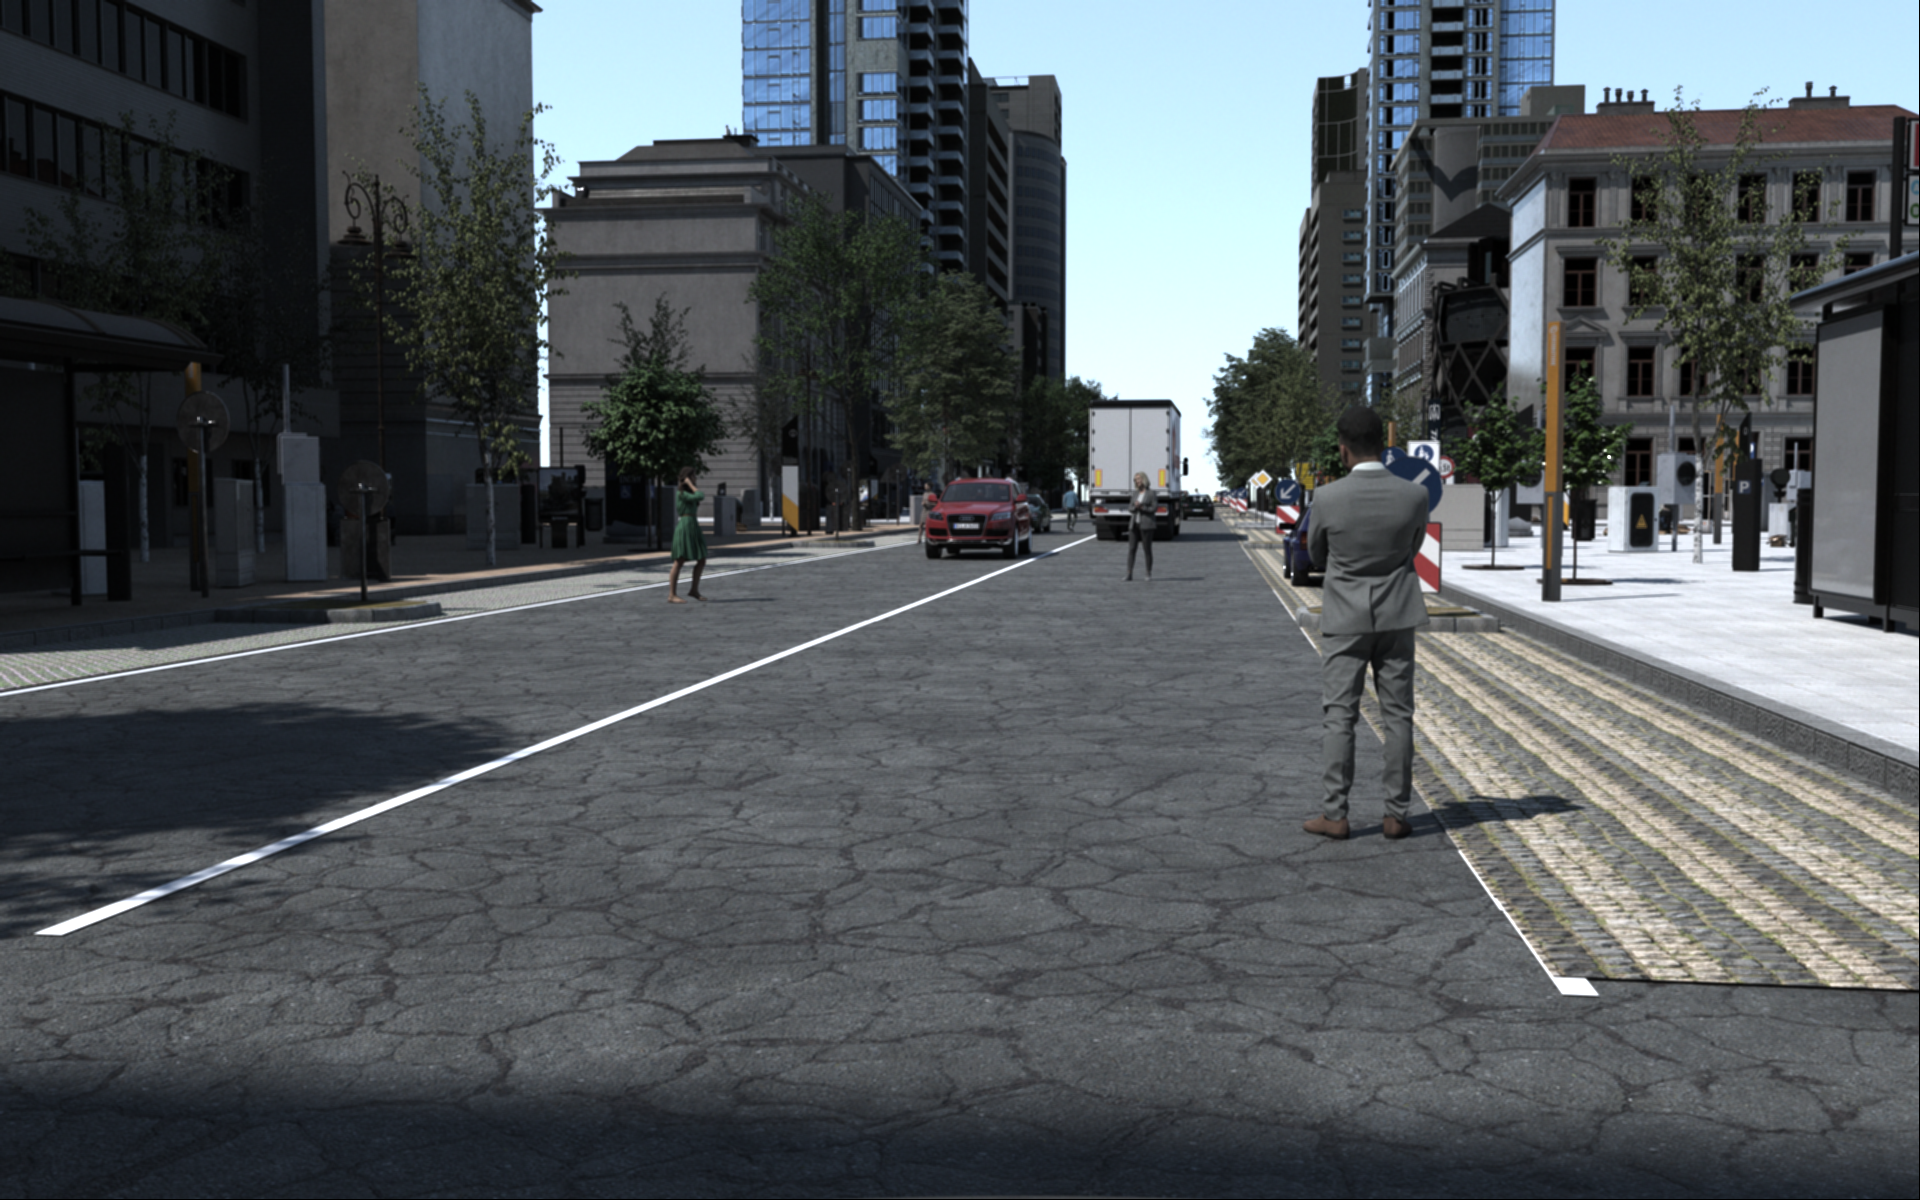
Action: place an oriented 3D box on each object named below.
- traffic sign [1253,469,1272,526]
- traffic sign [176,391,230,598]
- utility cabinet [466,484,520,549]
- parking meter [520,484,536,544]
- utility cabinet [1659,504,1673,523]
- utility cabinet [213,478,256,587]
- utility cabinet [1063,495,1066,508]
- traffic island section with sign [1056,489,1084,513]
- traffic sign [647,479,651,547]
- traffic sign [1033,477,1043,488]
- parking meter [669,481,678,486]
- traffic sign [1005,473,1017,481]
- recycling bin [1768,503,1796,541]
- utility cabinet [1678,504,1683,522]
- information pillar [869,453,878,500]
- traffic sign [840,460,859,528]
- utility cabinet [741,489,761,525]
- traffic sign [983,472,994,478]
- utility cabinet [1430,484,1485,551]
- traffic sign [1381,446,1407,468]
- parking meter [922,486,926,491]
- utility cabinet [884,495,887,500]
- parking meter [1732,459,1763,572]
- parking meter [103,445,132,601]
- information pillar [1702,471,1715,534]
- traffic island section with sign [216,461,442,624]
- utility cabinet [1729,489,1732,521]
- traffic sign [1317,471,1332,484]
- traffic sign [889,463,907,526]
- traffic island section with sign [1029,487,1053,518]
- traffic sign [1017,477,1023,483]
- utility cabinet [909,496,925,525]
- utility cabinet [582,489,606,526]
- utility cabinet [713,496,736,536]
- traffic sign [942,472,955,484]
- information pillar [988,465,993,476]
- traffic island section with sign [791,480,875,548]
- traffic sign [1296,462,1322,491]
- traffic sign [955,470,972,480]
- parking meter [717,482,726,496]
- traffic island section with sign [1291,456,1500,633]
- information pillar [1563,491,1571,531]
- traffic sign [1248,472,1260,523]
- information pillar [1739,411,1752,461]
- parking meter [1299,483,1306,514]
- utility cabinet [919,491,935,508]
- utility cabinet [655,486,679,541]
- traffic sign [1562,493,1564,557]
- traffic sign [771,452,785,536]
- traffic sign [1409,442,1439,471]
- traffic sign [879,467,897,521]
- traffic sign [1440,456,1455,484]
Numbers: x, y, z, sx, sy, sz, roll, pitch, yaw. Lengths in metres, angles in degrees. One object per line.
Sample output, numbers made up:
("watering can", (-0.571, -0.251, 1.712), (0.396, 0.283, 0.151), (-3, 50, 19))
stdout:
("traffic sign", (12.197, -4.048, 69.832), (0.795, 2.450, 0.064), (0, 4, 8))
("traffic sign", (-9.368, -1.303, 21.416), (0.768, 2.556, 0.104), (1, 4, 16))
("utility cabinet", (-10.739, -1.904, 39.810), (1.173, 1.500, 0.318), (-1, 4, -17))
("parking meter", (-11.180, -2.228, 44.831), (0.372, 1.533, 0.369), (0, 3, 0))
("utility cabinet", (30.666, -4.058, 75.035), (0.318, 1.500, 1.173), (3, 5, 44))
("utility cabinet", (-10.062, -0.941, 24.072), (0.318, 1.500, 1.173), (-1, 4, -12))
("utility cabinet", (8.903, -8.755, 154.305), (1.020, 1.237, 0.306), (0, 4, -3))
("traffic island section with sign", (8.227, -7.355, 128.889), (1.989, 1.847, 2.006), (0, 4, 8))
("traffic sign", (-7.470, -2.538, 41.602), (0.768, 2.556, 0.104), (1, 4, 17))
("traffic sign", (5.840, -7.976, 130.515), (0.768, 2.556, 0.104), (1, 4, 13))
("parking meter", (-8.150, -2.652, 49.075), (0.255, 1.863, 0.399), (1, 4, 12))
("traffic sign", (3.075, -6.455, 105.640), (0.768, 2.556, 0.104), (1, 4, 14))
("recycling bin", (22.883, -2.160, 47.869), (0.722, 1.027, 0.722), (-1, 4, -13))
("utility cabinet", (33.288, -4.272, 81.010), (1.020, 1.237, 0.306), (-1, 4, -10))
("information pillar", (-4.997, -6.634, 99.819), (0.504, 3.616, 0.183), (0, 4, 5))
("traffic sign", (-4.177, -3.986, 65.278), (0.768, 2.556, 0.104), (1, 4, 13))
("utility cabinet", (-8.503, -3.772, 70.359), (0.318, 1.500, 1.173), (-2, 4, -34))
("traffic sign", (1.291, -4.637, 79.450), (0.795, 2.450, 0.064), (0, 4, 8))
("utility cabinet", (11.162, -1.848, 38.891), (1.173, 1.500, 0.318), (1, 4, 18))
("traffic sign", (11.610, -2.835, 46.455), (0.768, 2.556, 0.104), (1, 4, 14))
("parking meter", (-2.702, -7.627, 130.411), (0.255, 1.863, 0.399), (-1, 4, -18))
("utility cabinet", (-4.945, -6.409, 115.947), (0.306, 1.237, 1.020), (0, 4, -1))
("parking meter", (13.064, -1.410, 28.770), (0.255, 1.863, 0.399), (-3, 4, -38))
("parking meter", (-10.160, -0.928, 20.886), (0.255, 1.863, 0.399), (-2, 4, -24))
("information pillar", (24.072, -3.139, 55.808), (0.304, 2.012, 0.304), (-3, 5, -43))
("traffic island section with sign", (-7.135, -0.694, 19.981), (1.989, 1.847, 2.006), (0, 4, 8))
("utility cabinet", (36.521, -4.444, 81.339), (0.318, 1.500, 1.173), (3, 5, 43))
("traffic sign", (18.633, -5.413, 88.608), (0.768, 2.556, 0.104), (1, 4, 13))
("traffic sign", (-2.519, -4.294, 70.315), (0.768, 2.556, 0.104), (1, 4, 11))
("traffic island section with sign", (4.425, -5.703, 101.873), (1.989, 1.847, 2.006), (0, 4, 8))
("traffic sign", (4.337, -7.895, 129.186), (0.768, 2.556, 0.104), (1, 4, 12))
("utility cabinet", (-1.664, -3.735, 72.234), (0.306, 1.237, 1.020), (3, 4, 39))
("utility cabinet", (-14.523, -3.719, 69.481), (1.173, 1.500, 0.318), (-1, 4, -21))
("utility cabinet", (-7.227, -2.578, 53.314), (0.306, 1.237, 1.020), (1, 4, 18))
("traffic sign", (-0.659, -6.014, 98.436), (0.768, 2.556, 0.104), (1, 4, 12))
("information pillar", (2.318, -8.765, 134.655), (0.504, 3.616, 0.183), (3, 4, 38))
("traffic island section with sign", (-3.362, -2.327, 46.672), (1.989, 1.847, 2.006), (0, 4, 8))
("traffic sign", (22.544, -7.127, 110.406), (2.265, 3.308, 0.079), (1, 4, 12))
("traffic sign", (0.175, -4.153, 71.543), (0.795, 2.450, 0.064), (0, 4, 8))
("parking meter", (-11.736, -4.866, 85.270), (0.399, 1.863, 0.255), (-1, 4, -17))
("traffic island section with sign", (4.683, -0.622, 18.796), (1.989, 1.847, 2.006), (0, 4, 8))
("information pillar", (21.141, -4.235, 60.594), (0.183, 3.616, 0.504), (-2, 4, -33))
("traffic sign", (13.313, -4.532, 77.739), (0.795, 2.450, 0.064), (0, 4, 8))
("information pillar", (22.314, -3.542, 49.268), (0.183, 3.616, 0.504), (0, 4, -6))
("parking meter", (17.785, -5.173, 90.296), (0.255, 1.863, 0.399), (-3, 5, -40))
("utility cabinet", (-2.162, -6.137, 109.020), (1.173, 1.500, 0.318), (-1, 4, -10))
("utility cabinet", (-8.193, -2.327, 46.719), (1.173, 1.500, 0.318), (1, 4, 15))
("traffic sign", (12.331, -2.164, 35.484), (0.768, 2.556, 0.104), (1, 4, 15))
("traffic sign", (-5.357, -3.205, 52.510), (0.768, 2.556, 0.104), (1, 4, 12))
("traffic sign", (8.951, -1.917, 33.480), (0.606, 2.300, 0.079), (1, 4, 12))
("traffic sign", (-3.420, -5.011, 81.936), (0.884, 2.594, 0.081), (1, 4, 11))
("traffic sign", (16.057, -3.516, 57.593), (0.768, 2.556, 0.104), (1, 4, 17))
